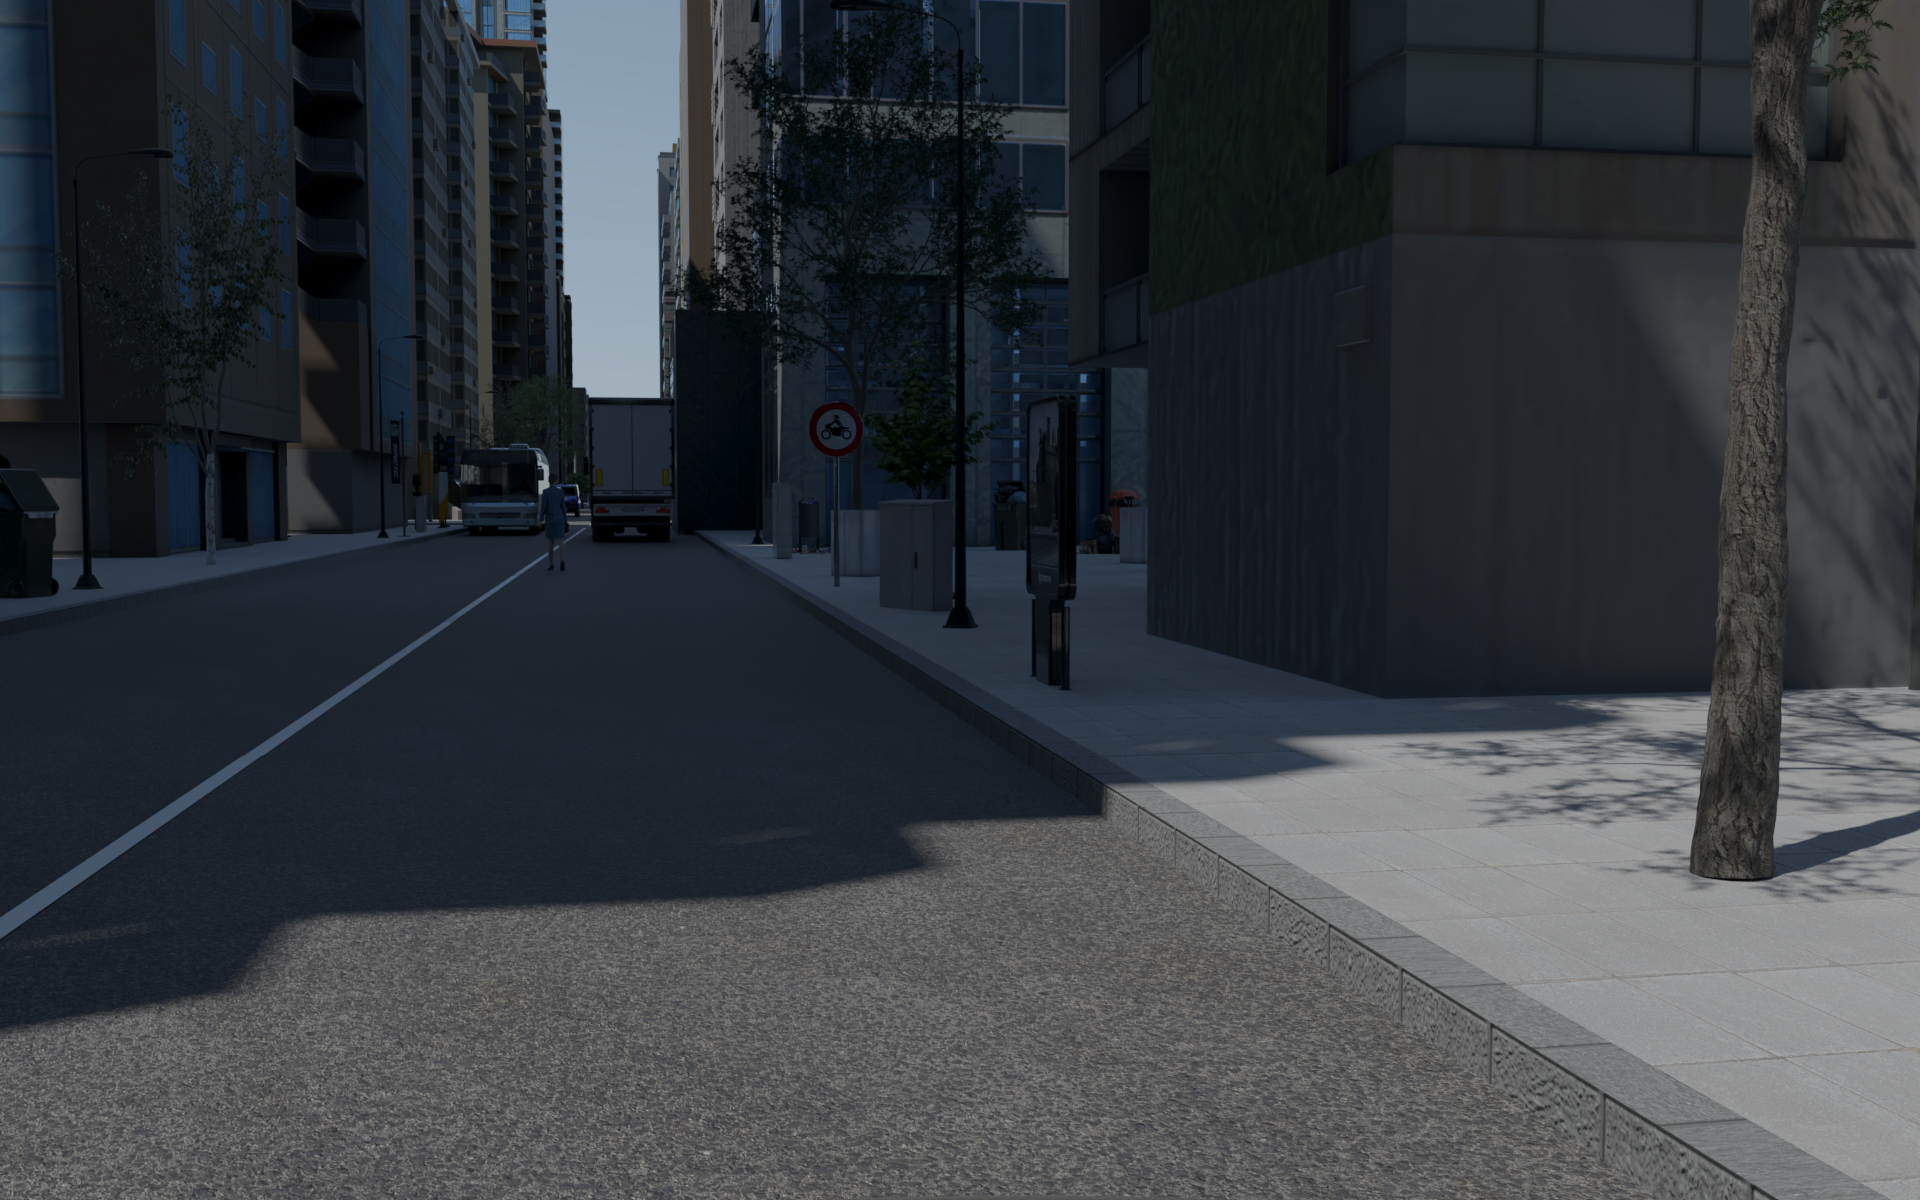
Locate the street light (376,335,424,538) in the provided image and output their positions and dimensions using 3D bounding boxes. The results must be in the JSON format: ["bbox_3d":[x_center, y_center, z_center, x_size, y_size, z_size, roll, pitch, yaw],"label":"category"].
[{"bbox_3d":[-16.306,-4.766,50.470,1.470,5.913,1.316,-1,4,-11],"label":"street light"}]

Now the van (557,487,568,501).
[{"bbox_3d":[-22.520,-5.375,94.900,2.013,2.044,4.112,-1,4,-12],"label":"van"}]

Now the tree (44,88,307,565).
[{"bbox_3d":[-13.776,-4.948,31.269,4.360,8.622,3.978,0,3,0],"label":"tree"}]

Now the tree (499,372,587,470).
[{"bbox_3d":[-35.618,-13.549,147.273,9.928,11.665,9.643,0,3,0],"label":"tree"}]

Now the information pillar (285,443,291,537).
[{"bbox_3d":[-20.187,-3.680,51.522,0.183,3.616,0.504,1,4,17],"label":"information pillar"}]

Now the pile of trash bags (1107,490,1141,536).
[{"bbox_3d":[4.495,-1.525,34.693,3.447,1.369,1.912,-2,4,-27],"label":"pile of trash bags"}]

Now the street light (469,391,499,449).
[{"bbox_3d":[-21.437,-6.444,77.903,1.470,5.913,1.316,-1,4,-11],"label":"street light"}]

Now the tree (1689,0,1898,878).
[{"bbox_3d":[2.956,-4.351,5.543,7.601,10.594,8.767,0,4,-5],"label":"tree"}]

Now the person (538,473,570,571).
[{"bbox_3d":[-7.577,-1.456,32.327,0.581,1.822,0.654,-1,4,-21],"label":"person"}]

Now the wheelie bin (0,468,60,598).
[{"bbox_3d":[-11.717,-0.833,21.522,0.693,1.594,0.980,1,4,12],"label":"wheelie bin"}]

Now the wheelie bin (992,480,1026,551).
[{"bbox_3d":[1.165,-1.929,39.454,0.980,1.594,0.693,2,4,28],"label":"wheelie bin"}]

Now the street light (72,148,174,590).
[{"bbox_3d":[-11.252,-3.105,23.315,1.470,5.913,1.316,-1,4,-11],"label":"street light"}]

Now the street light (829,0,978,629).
[{"bbox_3d":[-0.529,-2.683,16.406,1.470,5.913,1.316,-1,4,-11],"label":"street light"}]

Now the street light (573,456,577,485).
[{"bbox_3d":[-40.967,-12.767,181.283,1.470,5.913,1.316,-1,4,-11],"label":"street light"}]

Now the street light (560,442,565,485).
[{"bbox_3d":[-35.748,-11.080,153.695,1.470,5.913,1.316,-1,4,-11],"label":"street light"}]

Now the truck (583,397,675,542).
[{"bbox_3d":[-10.669,-4.083,55.671,2.839,4.237,11.283,-1,4,-12],"label":"truck"}]

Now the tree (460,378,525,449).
[{"bbox_3d":[-29.210,-9.731,109.464,4.360,8.622,3.978,0,3,0],"label":"tree"}]

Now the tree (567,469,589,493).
[{"bbox_3d":[-49.820,-14.817,225.968,4.285,4.588,4.351,0,3,0],"label":"tree"}]

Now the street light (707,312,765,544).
[{"bbox_3d":[-5.707,-4.372,44.023,1.470,5.913,1.316,-1,4,-11],"label":"street light"}]

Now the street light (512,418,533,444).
[{"bbox_3d":[-26.571,-8.105,105.059,1.470,5.913,1.316,-1,4,-11],"label":"street light"}]

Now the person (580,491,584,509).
[{"bbox_3d":[-37.209,-9.833,169.792,0.750,1.759,0.617,2,4,25],"label":"person"}]

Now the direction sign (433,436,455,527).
[{"bbox_3d":[-20.010,-4.604,67.267,0.876,3.537,0.379,-3,4,-39],"label":"direction sign"}]

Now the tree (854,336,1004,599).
[{"bbox_3d":[-0.569,-1.640,21.417,1.663,3.219,1.824,0,3,0],"label":"tree"}]

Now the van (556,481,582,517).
[{"bbox_3d":[-24.993,-6.420,109.345,2.240,2.365,5.245,-1,4,-11],"label":"van"}]

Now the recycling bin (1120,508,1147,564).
[{"bbox_3d":[3.458,-1.202,32.211,0.722,1.027,0.722,-2,4,-34],"label":"recycling bin"}]

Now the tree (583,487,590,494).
[{"bbox_3d":[-57.226,-16.535,264.943,1.663,3.219,1.824,0,3,0],"label":"tree"}]

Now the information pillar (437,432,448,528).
[{"bbox_3d":[-19.469,-4.515,65.169,0.183,3.616,0.504,1,4,20],"label":"information pillar"}]

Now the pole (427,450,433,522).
[{"bbox_3d":[-24.267,-5.226,79.290,0.158,3.312,0.155,0,3,0],"label":"pole"}]

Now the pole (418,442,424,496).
[{"bbox_3d":[-21.154,-4.533,67.955,0.158,3.312,0.155,0,3,0],"label":"pole"}]

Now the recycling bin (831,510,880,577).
[{"bbox_3d":[-1.540,-0.896,27.201,0.722,1.027,0.722,3,5,44],"label":"recycling bin"}]

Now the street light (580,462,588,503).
[{"bbox_3d":[-45.938,-14.429,208.453,1.470,5.913,1.316,-1,4,-11],"label":"street light"}]

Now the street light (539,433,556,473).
[{"bbox_3d":[-31.587,-9.778,132.419,1.470,5.913,1.316,-1,4,-11],"label":"street light"}]

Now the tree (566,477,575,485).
[{"bbox_3d":[-44.795,-12.518,199.274,1.663,3.219,1.824,0,3,0],"label":"tree"}]
